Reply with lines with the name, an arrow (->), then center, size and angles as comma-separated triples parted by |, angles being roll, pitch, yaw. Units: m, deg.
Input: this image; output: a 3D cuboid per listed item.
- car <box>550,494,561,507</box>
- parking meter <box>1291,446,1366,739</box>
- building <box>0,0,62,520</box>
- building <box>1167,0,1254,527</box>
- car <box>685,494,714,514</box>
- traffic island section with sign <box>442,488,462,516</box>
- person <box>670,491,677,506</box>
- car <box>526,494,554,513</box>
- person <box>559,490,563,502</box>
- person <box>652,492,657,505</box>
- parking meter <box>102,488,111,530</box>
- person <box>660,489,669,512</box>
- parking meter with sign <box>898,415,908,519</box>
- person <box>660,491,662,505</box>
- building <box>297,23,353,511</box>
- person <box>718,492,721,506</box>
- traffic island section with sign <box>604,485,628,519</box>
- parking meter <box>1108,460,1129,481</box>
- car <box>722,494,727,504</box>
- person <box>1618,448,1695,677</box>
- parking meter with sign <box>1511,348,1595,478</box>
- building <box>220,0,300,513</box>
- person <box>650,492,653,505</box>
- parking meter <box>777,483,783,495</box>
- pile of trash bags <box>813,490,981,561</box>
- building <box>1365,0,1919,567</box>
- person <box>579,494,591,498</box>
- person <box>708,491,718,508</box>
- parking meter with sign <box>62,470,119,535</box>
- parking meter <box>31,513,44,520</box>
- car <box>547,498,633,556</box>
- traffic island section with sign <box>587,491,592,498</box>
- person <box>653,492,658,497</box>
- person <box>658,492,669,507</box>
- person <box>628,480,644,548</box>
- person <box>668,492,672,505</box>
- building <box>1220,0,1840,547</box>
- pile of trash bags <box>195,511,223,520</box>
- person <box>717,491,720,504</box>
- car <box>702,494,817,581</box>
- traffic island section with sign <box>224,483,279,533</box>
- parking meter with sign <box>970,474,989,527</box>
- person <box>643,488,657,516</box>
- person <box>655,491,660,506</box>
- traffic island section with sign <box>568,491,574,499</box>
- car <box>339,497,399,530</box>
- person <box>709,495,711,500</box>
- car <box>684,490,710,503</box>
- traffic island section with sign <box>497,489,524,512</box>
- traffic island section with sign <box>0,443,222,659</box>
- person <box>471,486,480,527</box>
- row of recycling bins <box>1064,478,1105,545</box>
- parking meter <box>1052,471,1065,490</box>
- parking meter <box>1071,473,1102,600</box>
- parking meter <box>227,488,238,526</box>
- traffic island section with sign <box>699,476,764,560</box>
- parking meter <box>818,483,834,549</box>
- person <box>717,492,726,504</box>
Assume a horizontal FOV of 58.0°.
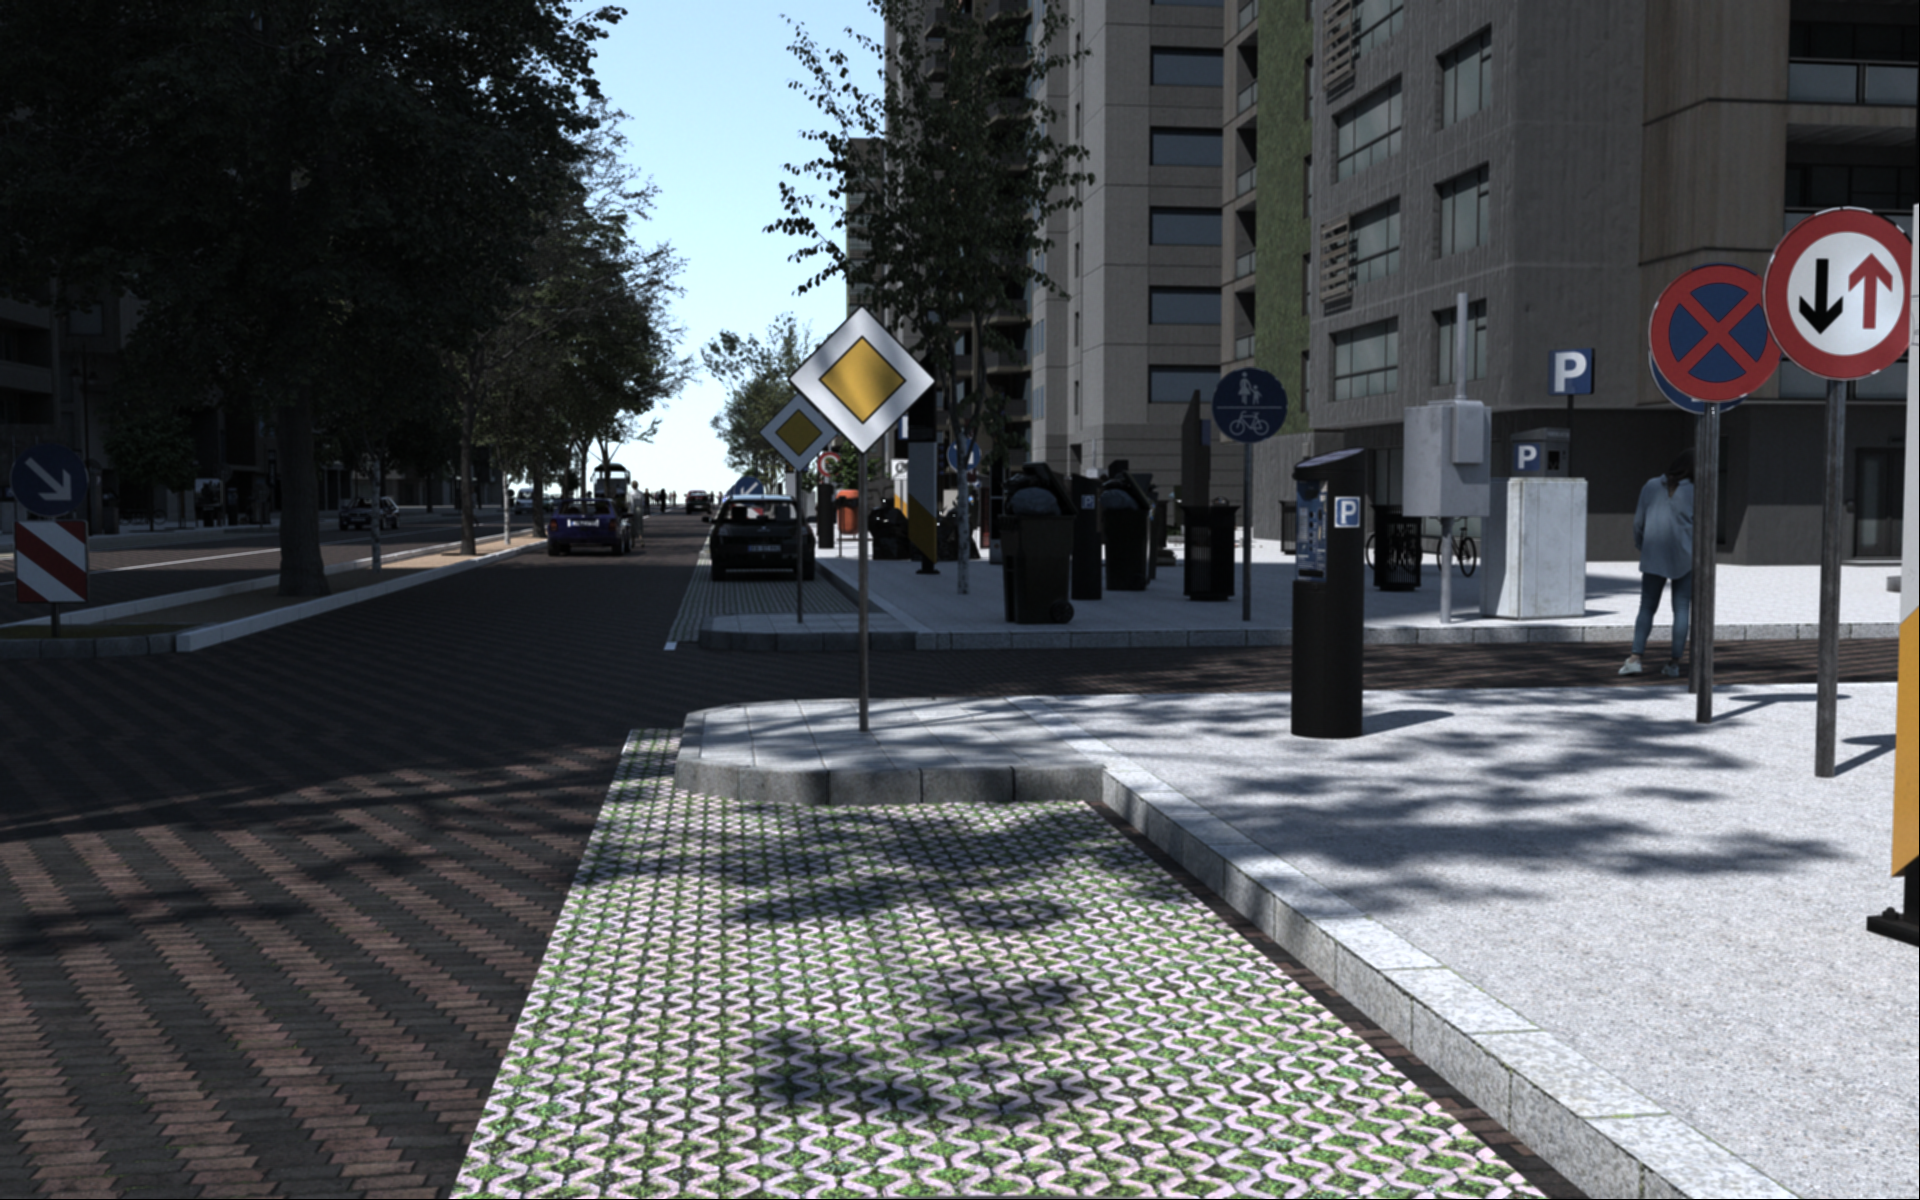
car -> -40.969, -10.027, 175.949 | 2.014, 1.417, 4.499 | 0, 4, -7
parking meter -> 1.957, -0.049, 9.206 | 0.372, 1.533, 0.369 | 0, 3, 0
building -> -51.903, -27.259, 69.380 | 21.300, 48.544, 21.600 | 0, 4, -8
building -> 13.996, -32.902, 79.950 | 21.231, 58.520, 28.212 | 0, 4, -8
car -> -18.534, -6.929, 123.079 | 2.009, 1.686, 4.222 | 0, 4, -6
traffic island section with sign -> -32.633, -6.377, 112.889 | 1.989, 1.847, 2.006 | 0, 4, -8
person -> -33.546, -11.906, 203.104 | 0.705, 1.831, 1.348 | 2, 4, 24
car -> -32.847, -7.746, 135.437 | 1.959, 1.807, 4.718 | 0, 4, -7
person -> -35.293, -8.888, 153.783 | 0.705, 1.831, 1.348 | 0, 4, 6
person -> -38.906, -12.966, 221.181 | 1.217, 1.739, 0.721 | 0, 4, -2
parking meter -> -30.892, -3.318, 62.666 | 0.372, 1.533, 0.369 | 0, 3, 0
person -> -23.278, -7.821, 135.997 | 0.705, 1.869, 1.348 | -3, 5, -40
parking meter with sign -> -0.896, -2.510, 37.295 | 0.543, 3.016, 1.738 | -1, 4, -14
person -> -24.532, -8.180, 142.924 | 0.721, 1.739, 1.217 | 0, 4, 2
building -> -60.116, -42.703, 136.441 | 20.563, 71.187, 20.611 | 0, 4, -8
person -> -29.595, -12.477, 213.430 | 0.436, 1.711, 0.756 | -1, 4, -16
traffic island section with sign -> -18.304, -5.038, 90.505 | 2.006, 1.907, 1.989 | 0, 4, -8
parking meter -> 2.724, -1.475, 29.836 | 0.255, 1.863, 0.399 | -1, 4, -14
car -> -30.966, -13.619, 232.266 | 1.945, 1.707, 3.694 | -1, 4, -9
person -> 5.555, -0.297, 13.623 | 0.793, 1.790, 0.793 | 0, 4, -4
parking meter with sign -> 6.774, -1.471, 20.320 | 0.543, 3.016, 1.738 | 3, 5, 44
building -> -54.763, -28.765, 120.423 | 14.600, 45.320, 14.200 | 0, 4, -8
person -> -40.605, -13.382, 228.005 | 0.721, 1.735, 1.217 | -1, 4, -20
parking meter -> -9.240, -5.087, 88.881 | 0.255, 1.863, 0.399 | -1, 4, -9
pile of trash bags -> -1.212, -1.510, 34.442 | 3.447, 1.369, 1.912 | 3, 5, 40
building -> 16.217, -21.509, 35.261 | 14.086, 41.232, 14.154 | 0, 4, -8
person -> -32.041, -8.482, 148.009 | 1.217, 1.723, 0.721 | -1, 4, -22
person -> -24.578, -9.969, 172.171 | 1.217, 1.739, 0.721 | 2, 4, 25
parking meter with sign -> -27.625, -3.586, 54.891 | 1.738, 3.016, 0.543 | 0, 4, -2
parking meter -> -28.783, -2.959, 54.091 | 0.399, 1.863, 0.255 | 1, 4, 9
car -> -8.820, -1.761, 41.373 | 1.945, 1.354, 3.894 | 0, 4, -7
traffic island section with sign -> -47.512, -13.071, 222.337 | 1.989, 1.847, 2.006 | 0, 4, -8
person -> -41.177, -13.839, 235.499 | 1.217, 1.736, 0.721 | -2, 4, -25
person -> -31.637, -10.809, 185.172 | 1.348, 1.831, 0.705 | 1, 4, 21
person -> -8.621, -2.294, 46.241 | 0.478, 1.798, 0.641 | -2, 4, -31
person -> -39.089, -13.729, 233.648 | 1.217, 1.739, 0.721 | 2, 4, 32
building -> 15.159, -22.488, 51.274 | 14.154, 41.232, 14.086 | 0, 4, -8
pile of trash bags -> -38.611, -4.722, 86.955 | 3.447, 1.369, 1.912 | 2, 4, 30
person -> -32.925, -14.010, 237.707 | 1.348, 1.807, 0.705 | 3, 5, 45
car -> -3.441, -1.229, 29.883 | 2.009, 1.686, 4.222 | 0, 4, -8
traffic island section with sign -> -26.038, -3.405, 64.295 | 1.989, 1.847, 2.006 | 0, 4, -8
parking meter with sign -> 0.862, -4.346, 67.313 | 0.543, 3.016, 1.738 | 2, 4, 33
person -> -20.387, -6.381, 112.845 | 1.348, 1.821, 0.705 | -2, 4, -32
person -> -36.405, -12.262, 208.964 | 0.705, 1.826, 1.348 | 1, 4, 18
traffic island section with sign -> -43.883, -11.437, 195.626 | 1.989, 1.847, 2.006 | 0, 4, -8
car -> -23.857, -3.509, 69.957 | 1.945, 1.354, 3.894 | 0, 4, -6
person -> -26.801, -10.655, 185.940 | 0.599, 1.433, 0.991 | 2, 4, 29
car -> -23.323, -8.868, 153.656 | 2.281, 1.827, 5.304 | -1, 4, -9
traffic island section with sign -> -36.325, -8.036, 140.017 | 1.989, 1.847, 2.006 | 0, 4, -8
traffic island section with sign -> -8.176, -0.484, 16.049 | 2.006, 1.907, 1.989 | 0, 4, -8
person -> -21.134, -4.064, 75.299 | 0.624, 1.780, 0.694 | -2, 4, -35
row of recycling bins -> 2.558, -2.336, 45.313 | 1.069, 1.692, 3.534 | -3, 4, -38
parking meter -> 2.386, -2.278, 42.954 | 0.399, 1.863, 0.255 | -1, 4, -16
parking meter -> 1.541, -0.774, 21.073 | 0.372, 1.533, 0.369 | 0, 3, 0
parking meter -> -29.582, -3.794, 70.437 | 0.372, 1.533, 0.369 | 0, 3, 0
traffic island section with sign -> -4.789, -1.821, 38.405 | 1.989, 1.847, 2.006 | 0, 4, -8
parking meter -> -3.150, -1.977, 40.739 | 0.372, 1.533, 0.369 | 0, 3, 0
person -> -30.082, -12.765, 217.925 | 1.217, 1.735, 0.721 | 0, 4, -6
